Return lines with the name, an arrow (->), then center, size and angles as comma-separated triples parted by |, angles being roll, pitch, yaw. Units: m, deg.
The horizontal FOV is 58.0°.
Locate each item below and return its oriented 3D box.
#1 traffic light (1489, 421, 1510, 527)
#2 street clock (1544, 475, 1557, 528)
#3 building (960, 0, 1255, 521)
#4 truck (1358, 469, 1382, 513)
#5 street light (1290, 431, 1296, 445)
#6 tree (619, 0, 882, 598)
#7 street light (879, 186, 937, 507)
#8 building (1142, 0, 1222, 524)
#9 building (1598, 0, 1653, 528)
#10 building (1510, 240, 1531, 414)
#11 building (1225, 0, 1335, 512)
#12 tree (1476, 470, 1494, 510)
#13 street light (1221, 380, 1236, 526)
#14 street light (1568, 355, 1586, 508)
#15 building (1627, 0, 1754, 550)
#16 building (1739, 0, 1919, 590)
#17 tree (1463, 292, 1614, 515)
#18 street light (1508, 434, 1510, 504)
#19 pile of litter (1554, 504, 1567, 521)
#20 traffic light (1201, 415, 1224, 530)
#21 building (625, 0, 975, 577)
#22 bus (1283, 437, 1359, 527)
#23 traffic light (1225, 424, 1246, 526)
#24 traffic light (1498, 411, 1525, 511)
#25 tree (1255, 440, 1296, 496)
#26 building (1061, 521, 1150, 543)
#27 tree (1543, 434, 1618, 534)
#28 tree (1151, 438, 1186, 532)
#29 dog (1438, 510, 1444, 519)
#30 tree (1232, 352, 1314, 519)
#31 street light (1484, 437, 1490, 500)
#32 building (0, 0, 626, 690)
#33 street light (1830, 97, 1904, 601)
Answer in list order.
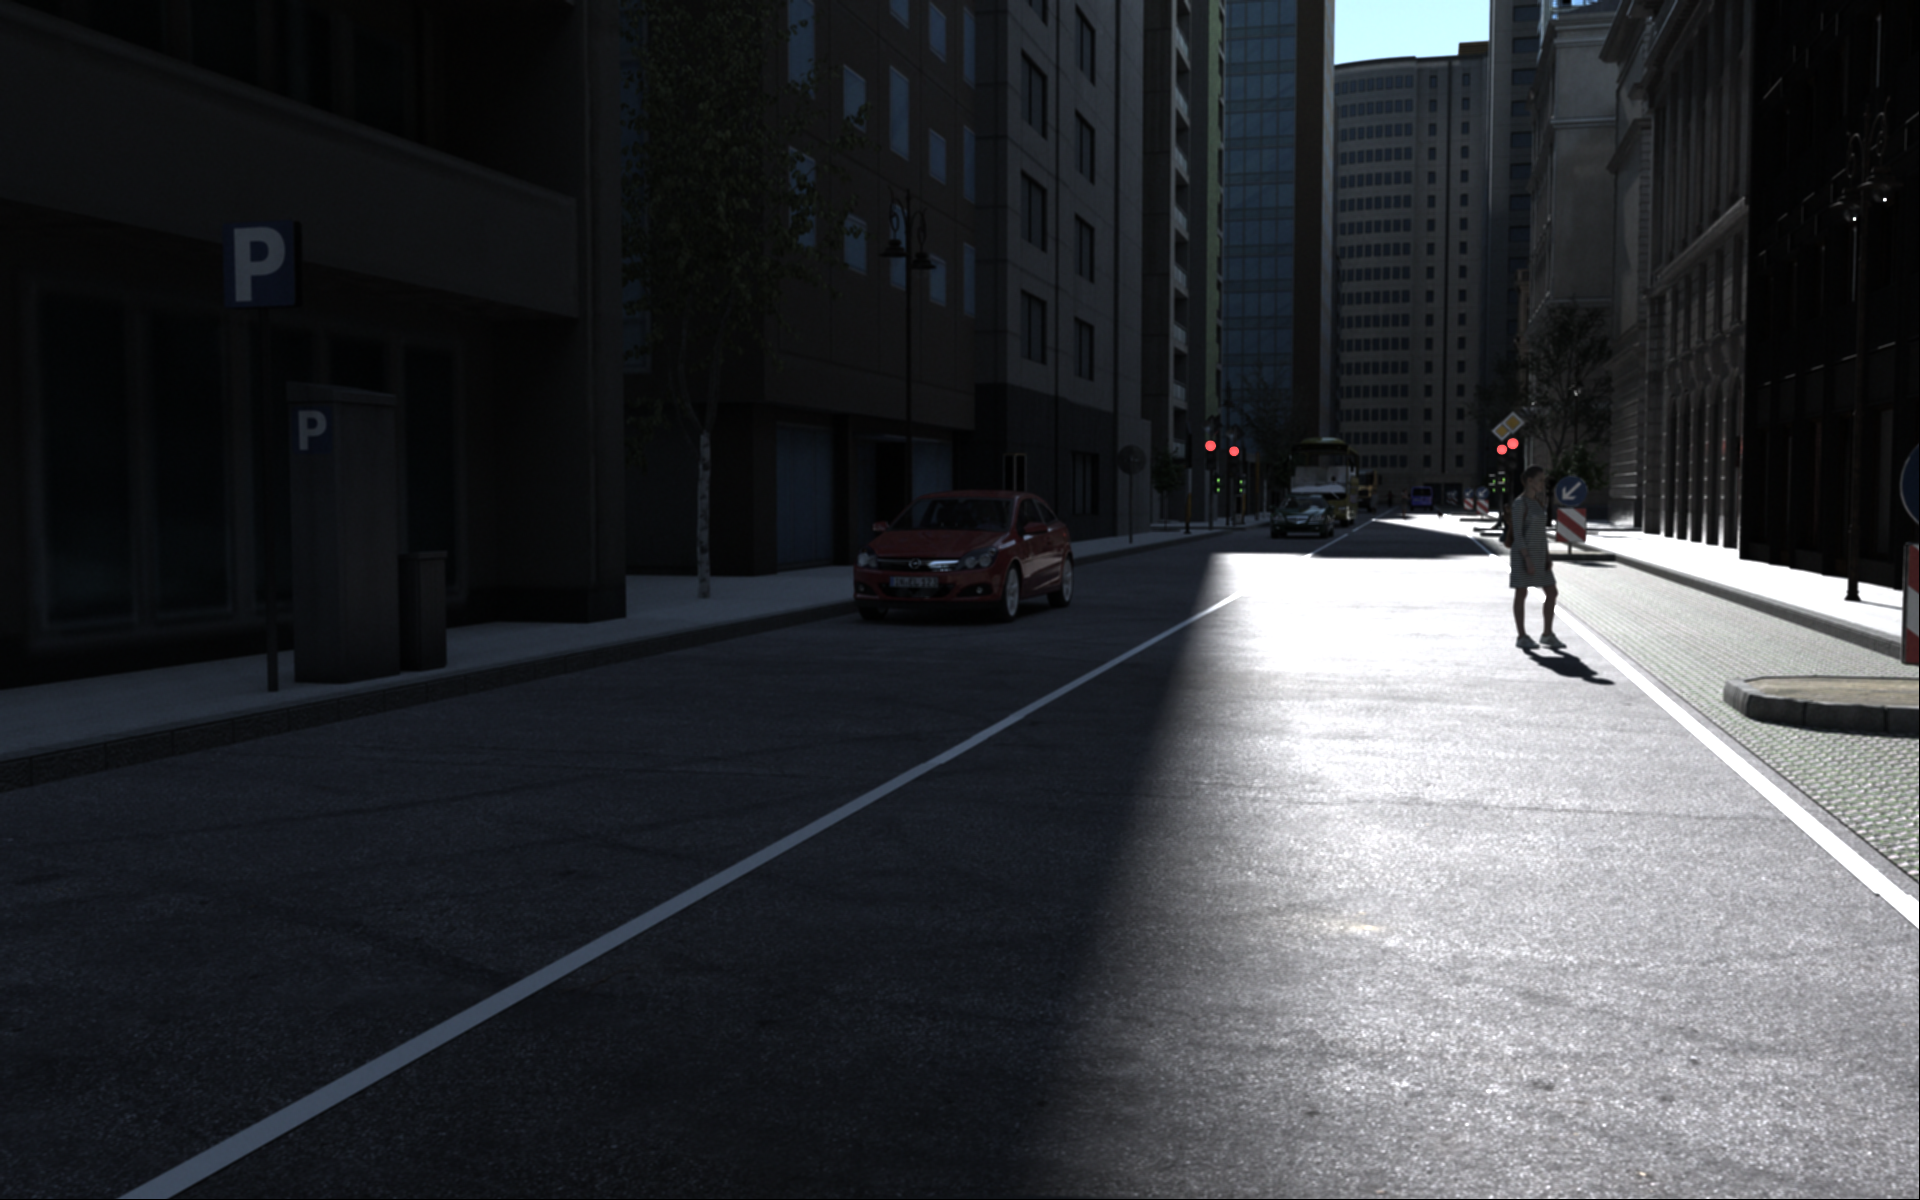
traffic light -> 20.737, -4.741, 66.428 | 0.839, 4.253, 0.868 | 1, 4, 15
street clock -> 22.617, -3.785, 66.461 | 0.471, 2.002, 0.358 | 0, 4, 6
building -> 7.547, -40.755, 104.596 | 20.563, 71.187, 20.611 | 1, 4, 15
truck -> 31.567, -8.617, 136.805 | 3.469, 3.379, 9.791 | 1, 4, 14
street light -> 20.548, -8.205, 106.946 | 0.468, 5.910, 1.993 | 1, 4, 15
tree -> -3.104, -4.341, 21.343 | 4.737, 8.622, 4.395 | 0, 3, 0
street light -> -0.781, -3.279, 26.398 | 0.468, 5.910, 1.993 | 1, 4, 15
building -> 3.913, -24.106, 77.731 | 14.154, 41.232, 14.086 | 1, 4, 15
building -> 35.744, -14.583, 67.316 | 19.941, 23.489, 11.050 | 1, 4, 15
building -> 45.787, -18.383, 119.646 | 14.460, 24.649, 34.723 | 1, 4, 15
building -> 20.185, -29.246, 128.275 | 14.600, 45.320, 14.200 | 1, 4, 15
tree -> 42.884, -8.961, 141.115 | 1.663, 3.219, 1.824 | 0, 3, 0
street light -> 10.856, -5.952, 70.099 | 0.468, 5.910, 1.993 | 1, 4, 15
street light -> 20.563, -5.202, 57.839 | 0.468, 5.910, 1.993 | 1, 4, 15
building -> 25.010, -12.326, 43.337 | 13.314, 21.916, 24.055 | 1, 4, 15
building -> 19.271, -11.898, 24.215 | 12.332, 23.373, 15.834 | 1, 4, 15
tree -> 27.772, -8.961, 80.918 | 8.767, 10.594, 7.601 | 0, 4, -7
street light -> 32.063, -7.844, 101.041 | 0.468, 5.910, 1.993 | 1, 4, 15
pile of litter -> 28.921, -4.189, 82.449 | 1.176, 0.858, 1.719 | 1, 4, 14
traffic light -> 8.909, -4.426, 61.281 | 0.839, 4.253, 0.868 | 1, 4, 15
building -> -7.812, -23.459, 33.658 | 14.600, 45.320, 14.200 | 1, 4, 15
bus -> 16.529, -5.306, 78.292 | 2.896, 3.916, 12.252 | 1, 4, 15
traffic light -> 10.960, -4.898, 69.000 | 0.839, 4.253, 0.868 | 1, 4, 15
traffic light -> 18.687, -4.268, 58.710 | 0.839, 4.253, 0.868 | 1, 4, 15
tree -> 18.850, -7.146, 100.547 | 4.285, 4.588, 4.351 | 0, 3, 0
building -> -6.169, -37.349, 48.909 | 20.611, 71.187, 20.563 | 1, 4, 15
tree -> 19.932, -3.729, 55.572 | 1.663, 3.219, 1.824 | 0, 3, 0
tree -> 7.121, -3.973, 59.565 | 1.663, 3.219, 1.824 | 0, 3, 0
dog -> 27.605, -4.907, 99.519 | 0.540, 0.507, 0.406 | 3, 5, 42
tree -> 16.167, -8.557, 90.275 | 4.360, 8.622, 3.978 | 0, 3, 0
street light -> 41.911, -10.095, 137.846 | 0.468, 5.910, 1.993 | 1, 4, 15
building -> -16.452, -23.572, 9.101 | 21.300, 48.544, 21.600 | 1, 4, 15
street light -> 10.756, -2.930, 20.693 | 0.468, 5.910, 1.993 | 1, 4, 15
